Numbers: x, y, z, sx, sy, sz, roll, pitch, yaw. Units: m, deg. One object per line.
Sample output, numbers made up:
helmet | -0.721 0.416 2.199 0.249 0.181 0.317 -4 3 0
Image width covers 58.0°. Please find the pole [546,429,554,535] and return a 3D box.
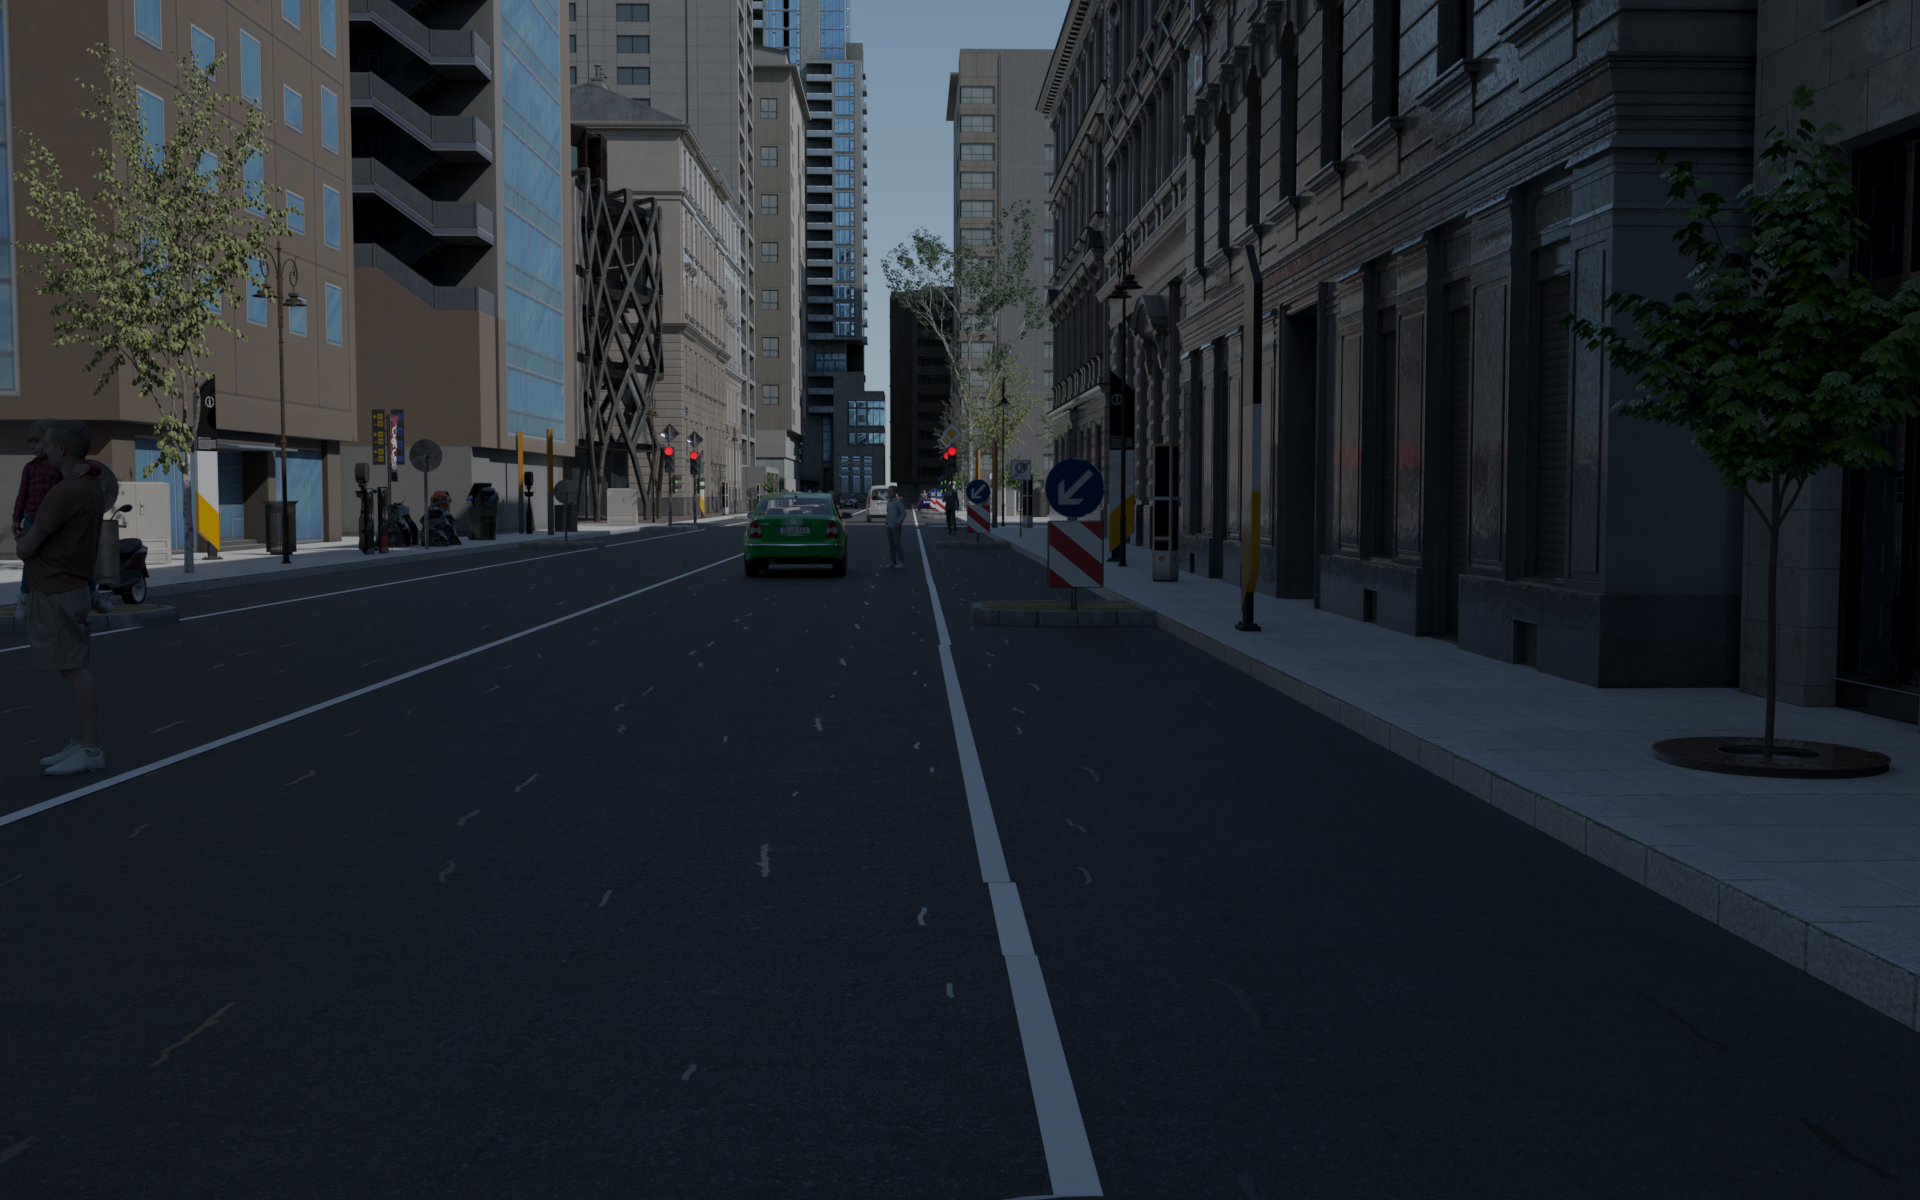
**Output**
pole | -12.780 -3.681 54.021 0.158 3.312 0.155 0 3 0

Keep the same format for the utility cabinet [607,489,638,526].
utility cabinet | -13.524 -3.713 69.385 1.173 1.500 0.318 0 4 1

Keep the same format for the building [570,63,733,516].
building | -22.053 -19.241 111.858 12.463 27.353 25.104 0 4 -2

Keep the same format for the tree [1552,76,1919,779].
tree | 3.913 -0.824 8.071 1.663 3.219 1.824 0 3 0

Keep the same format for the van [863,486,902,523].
van | -3.943 -4.955 88.023 2.013 2.044 4.112 0 4 -3

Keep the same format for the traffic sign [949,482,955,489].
traffic sign | -0.662 -8.498 141.070 0.606 2.300 0.079 0 4 5

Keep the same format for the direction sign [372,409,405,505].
direction sign | -15.289 -3.326 46.374 0.876 3.537 0.379 0 4 5

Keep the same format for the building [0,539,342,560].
building | -23.082 -23.762 38.616 14.600 45.320 14.200 0 4 -2

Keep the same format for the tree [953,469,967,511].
tree | -0.225 -9.719 153.501 1.663 3.219 1.824 0 3 0

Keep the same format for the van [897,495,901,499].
van | -5.581 -7.806 134.646 2.013 2.044 4.112 0 4 0

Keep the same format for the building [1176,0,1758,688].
building | 8.635 -10.439 19.830 9.793 20.994 18.267 0 4 -2

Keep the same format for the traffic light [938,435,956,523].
traffic light | -0.576 -5.391 77.070 0.839 4.253 0.868 0 4 -2

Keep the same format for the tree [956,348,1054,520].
tree | 1.992 -8.311 86.250 4.737 8.622 4.395 0 3 0

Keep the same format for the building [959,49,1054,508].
building | 6.827 -29.329 163.123 14.154 41.232 14.086 0 4 -2

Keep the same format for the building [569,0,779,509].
building | -27.648 -44.218 161.209 20.563 71.187 20.611 0 4 -2

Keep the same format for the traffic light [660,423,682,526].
traffic light | -11.500 -4.883 68.750 0.839 4.253 0.868 0 4 -2

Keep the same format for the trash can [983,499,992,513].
trash can | 1.786 -6.261 114.013 0.748 1.137 0.748 0 3 0

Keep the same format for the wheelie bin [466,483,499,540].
wheelie bin | -13.234 -2.462 48.154 0.693 1.594 0.980 2 4 34

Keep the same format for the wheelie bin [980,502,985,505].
wheelie bin | 1.586 -7.417 129.171 0.980 1.594 0.693 3 5 44

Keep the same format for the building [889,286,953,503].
building | -2.966 -28.884 243.946 14.107 30.474 14.160 0 4 -2

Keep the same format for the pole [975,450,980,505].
pole | 0.830 -5.279 80.148 0.158 3.312 0.155 0 3 0

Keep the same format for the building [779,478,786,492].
building | -35.207 -30.120 184.345 32.217 40.220 23.993 0 4 -2

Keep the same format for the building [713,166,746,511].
building | -24.105 -21.311 134.334 13.634 28.700 20.117 0 4 -2

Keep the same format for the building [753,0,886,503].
building | -26.223 -57.081 245.942 31.000 86.520 22.319 0 4 -2

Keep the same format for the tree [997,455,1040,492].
tree | 4.789 -9.526 139.458 4.285 4.588 4.351 0 3 0

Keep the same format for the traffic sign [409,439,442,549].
traffic sign | -12.376 -2.448 40.135 0.768 2.556 0.104 0 4 0

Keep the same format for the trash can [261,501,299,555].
trash can | -14.324 -1.522 36.530 0.748 1.137 0.748 0 3 0

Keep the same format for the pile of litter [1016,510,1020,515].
pile of litter | 3.418 -5.640 106.172 1.719 0.858 1.176 -2 4 -32

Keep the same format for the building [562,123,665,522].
building | -23.312 -13.316 85.166 16.820 18.784 16.811 0 4 -2

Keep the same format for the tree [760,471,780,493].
tree | -15.937 -9.193 144.901 1.663 3.219 1.824 0 3 0

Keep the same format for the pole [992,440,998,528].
pole | 1.319 -4.395 65.699 0.158 3.312 0.155 0 3 0

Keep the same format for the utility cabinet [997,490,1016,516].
utility cabinet | 2.619 -5.551 99.436 1.173 1.500 0.318 1 4 21

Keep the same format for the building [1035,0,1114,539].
building | 8.482 -11.860 58.545 10.561 19.102 19.286 0 4 -2

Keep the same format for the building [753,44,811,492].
building | -32.660 -38.047 211.311 27.495 52.752 28.713 0 4 -2

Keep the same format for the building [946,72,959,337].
building | 12.910 -38.159 213.131 28.713 52.752 27.495 0 4 -2

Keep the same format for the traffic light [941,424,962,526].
traffic light | -0.344 -4.903 69.089 0.839 4.253 0.868 0 4 -2

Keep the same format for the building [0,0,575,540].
building | -21.534 -24.918 57.517 14.200 45.320 14.600 0 4 -2

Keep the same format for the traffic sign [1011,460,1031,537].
traffic sign | 1.810 -3.021 51.531 0.606 2.300 0.079 0 4 1

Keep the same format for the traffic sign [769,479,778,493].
traffic sign | -15.392 -8.752 143.199 0.768 2.556 0.104 0 4 6

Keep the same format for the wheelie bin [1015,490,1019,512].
wheelie bin | 3.923 -7.204 125.695 0.693 1.594 0.980 -1 4 -17

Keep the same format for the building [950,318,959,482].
building | 13.130 -20.815 185.368 27.650 21.520 28.899 0 4 -2

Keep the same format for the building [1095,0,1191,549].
building | 9.193 -12.842 38.847 11.050 23.489 19.941 0 4 -2

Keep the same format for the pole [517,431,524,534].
pole | -14.221 -3.805 56.056 0.158 3.312 0.155 0 3 0

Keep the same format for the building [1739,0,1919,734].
building | 10.482 -9.028 2.367 10.420 20.320 16.860 0 4 -2

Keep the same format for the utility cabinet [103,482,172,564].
utility cabinet | -14.915 -1.382 31.278 1.173 1.500 0.318 -3 5 -42

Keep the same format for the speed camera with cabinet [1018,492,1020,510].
speed camera with cabinet | 4.527 -8.437 132.284 2.038 3.252 0.660 2 4 29

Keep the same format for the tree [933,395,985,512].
tree | 0.153 -10.693 125.191 4.360 8.622 3.978 0 3 0

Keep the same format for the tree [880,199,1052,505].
tree | 1.998 -15.573 110.514 12.611 20.169 13.585 0 3 0

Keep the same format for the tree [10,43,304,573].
tree | -12.777 -4.740 27.868 4.737 8.622 4.395 0 3 0
